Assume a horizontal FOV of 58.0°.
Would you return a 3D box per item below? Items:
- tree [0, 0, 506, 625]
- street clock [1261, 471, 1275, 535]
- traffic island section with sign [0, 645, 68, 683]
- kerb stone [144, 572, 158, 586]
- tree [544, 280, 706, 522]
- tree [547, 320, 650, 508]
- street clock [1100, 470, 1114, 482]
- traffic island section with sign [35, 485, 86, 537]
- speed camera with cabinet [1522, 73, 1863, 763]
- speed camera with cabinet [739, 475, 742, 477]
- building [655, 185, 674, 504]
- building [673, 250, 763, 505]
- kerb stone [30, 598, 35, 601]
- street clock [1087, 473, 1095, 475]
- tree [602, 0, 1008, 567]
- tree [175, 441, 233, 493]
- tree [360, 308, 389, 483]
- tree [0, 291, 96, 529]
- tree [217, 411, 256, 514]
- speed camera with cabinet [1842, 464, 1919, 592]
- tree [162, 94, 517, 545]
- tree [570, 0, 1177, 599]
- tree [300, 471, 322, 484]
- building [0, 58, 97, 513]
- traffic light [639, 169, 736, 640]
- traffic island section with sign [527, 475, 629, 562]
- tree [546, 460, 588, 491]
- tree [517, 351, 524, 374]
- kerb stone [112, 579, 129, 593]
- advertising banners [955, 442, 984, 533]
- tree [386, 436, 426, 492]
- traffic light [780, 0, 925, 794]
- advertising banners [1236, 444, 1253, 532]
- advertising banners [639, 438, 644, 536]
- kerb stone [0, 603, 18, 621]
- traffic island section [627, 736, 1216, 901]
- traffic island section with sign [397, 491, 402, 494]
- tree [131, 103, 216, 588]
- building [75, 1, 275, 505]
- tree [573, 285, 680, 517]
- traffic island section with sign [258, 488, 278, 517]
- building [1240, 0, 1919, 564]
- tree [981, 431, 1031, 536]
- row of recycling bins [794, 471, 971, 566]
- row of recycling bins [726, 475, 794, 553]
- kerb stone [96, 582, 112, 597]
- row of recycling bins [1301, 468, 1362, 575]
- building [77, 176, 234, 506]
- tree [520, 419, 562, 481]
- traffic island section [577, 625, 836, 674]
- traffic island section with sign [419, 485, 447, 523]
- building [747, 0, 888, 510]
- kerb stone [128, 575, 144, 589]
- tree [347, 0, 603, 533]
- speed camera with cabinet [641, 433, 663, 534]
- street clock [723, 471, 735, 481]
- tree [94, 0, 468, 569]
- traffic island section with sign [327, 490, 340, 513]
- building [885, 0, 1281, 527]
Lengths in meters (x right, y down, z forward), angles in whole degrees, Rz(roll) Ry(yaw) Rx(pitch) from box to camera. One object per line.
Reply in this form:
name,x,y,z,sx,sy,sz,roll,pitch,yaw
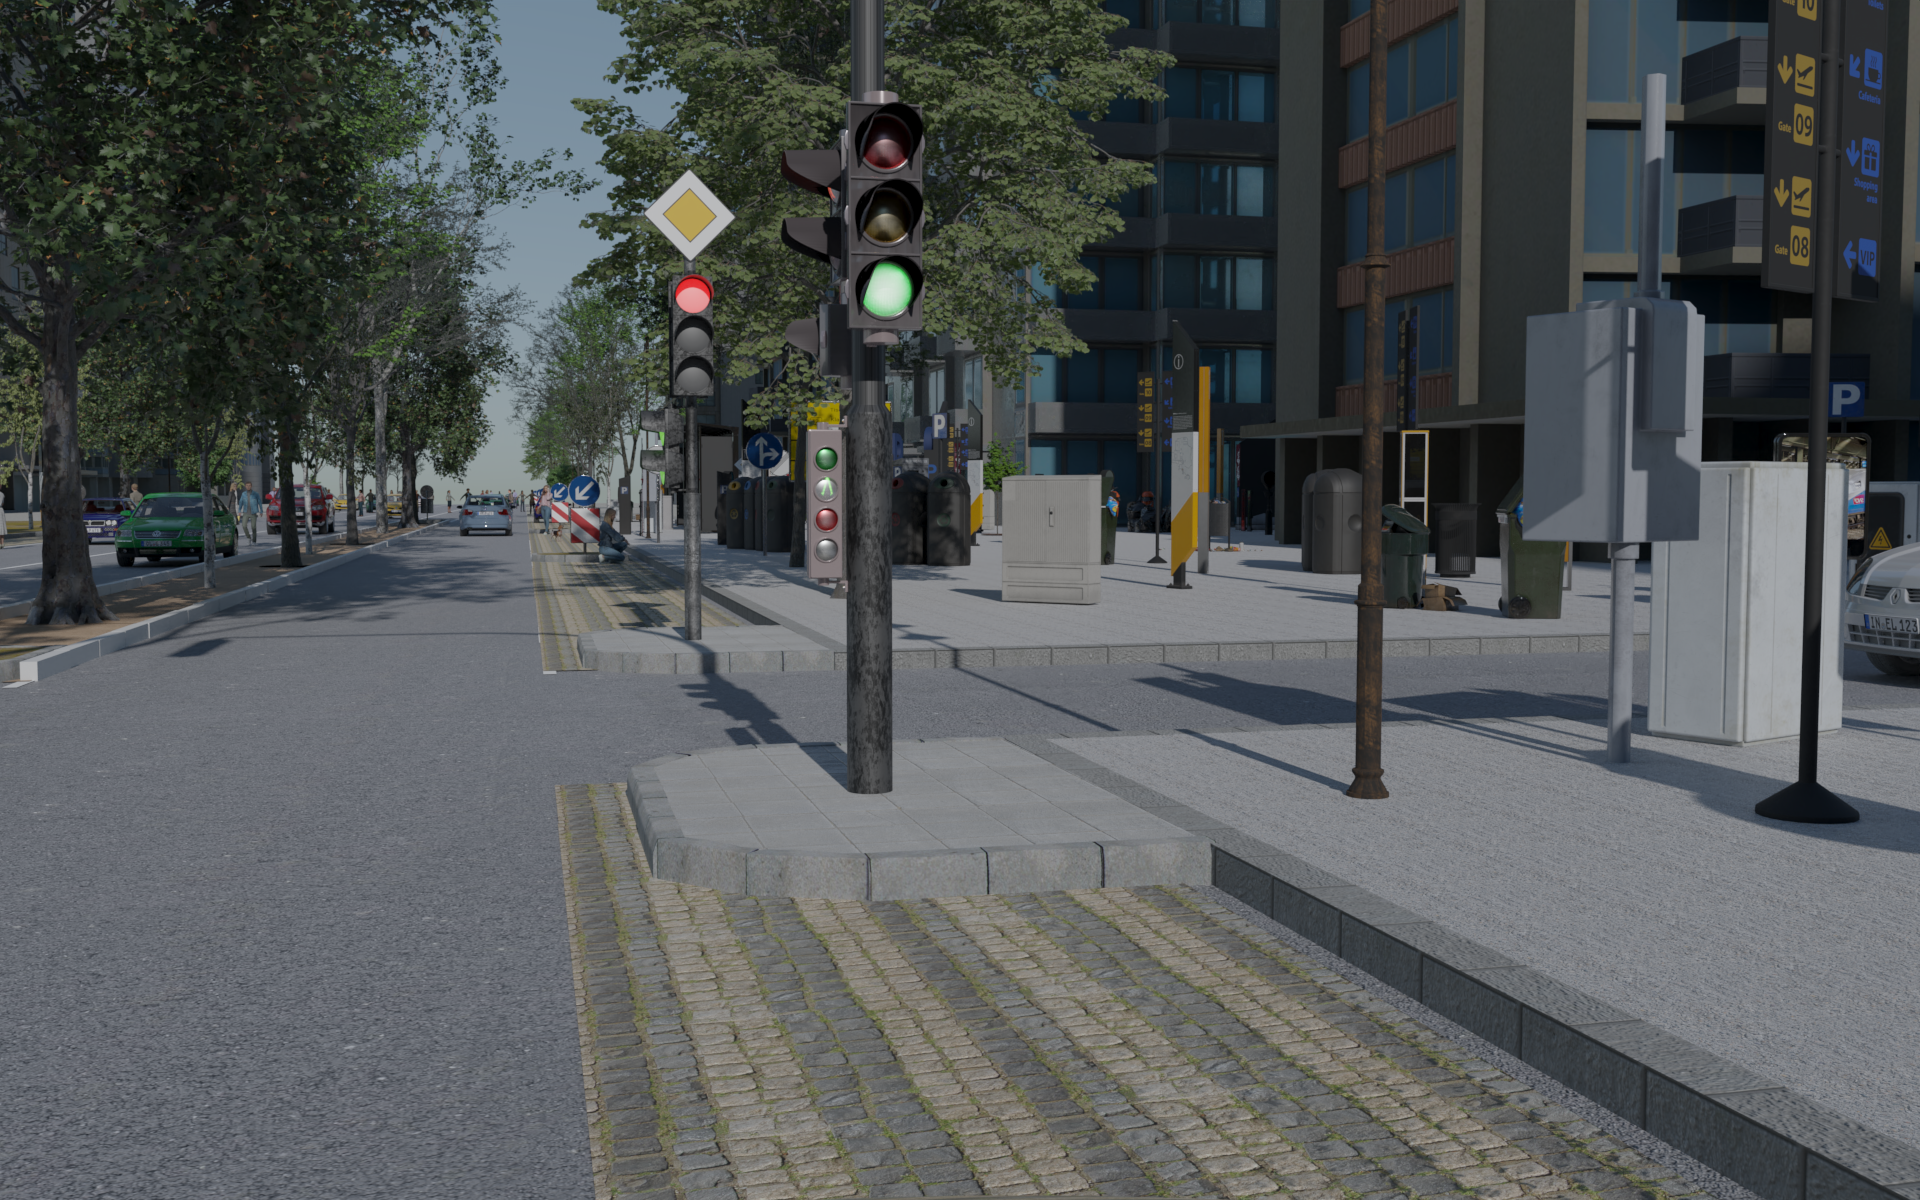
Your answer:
tree,-9.911,-6.076,18.801,9.611,12.733,9.660,0,3,0
street clock,9.665,-3.033,54.162,0.471,2.002,0.358,-1,4,-12
traffic island section with sign,-8.270,-0.324,13.428,2.006,1.907,1.989,-1,4,-14
kerb stone,-12.770,-0.302,27.129,0.120,0.150,1.000,-1,4,-14
tree,-15.236,-9.410,79.612,9.928,11.665,9.643,0,3,0
tree,-14.983,-7.472,72.522,4.360,8.622,3.978,0,3,0
street clock,4.408,-2.902,52.019,0.358,2.002,0.471,3,5,40
traffic island section with sign,-30.294,-3.093,59.205,1.989,1.847,2.006,-1,4,-14
speed camera with cabinet,3.739,-0.886,8.826,2.038,3.252,0.660,-2,4,-35
speed camera with cabinet,-10.839,-5.452,83.481,0.660,3.252,2.038,-2,4,-31
building,-29.844,-35.498,235.013,22.147,44.769,28.867,-1,4,-14
building,-28.378,-26.981,212.834,14.160,30.474,14.107,-1,4,-14
kerb stone,-11.273,0.064,21.149,0.120,0.150,1.000,-1,4,-14
street clock,4.596,-3.445,60.902,0.358,2.002,0.471,1,4,16
tree,-2.546,-5.861,30.248,7.601,10.594,8.767,-2,4,-25
tree,-41.876,-6.872,96.070,4.285,4.588,4.351,0,3,0
tree,-15.315,-5.360,40.461,4.360,8.622,3.978,0,3,0
tree,-33.814,-6.888,62.979,4.737,8.622,4.395,0,3,0
tree,-47.148,-9.890,112.066,4.737,8.622,4.395,0,3,0
speed camera with cabinet,12.853,-1.741,22.799,0.660,3.252,2.038,-2,4,-30
tree,-17.139,-8.291,48.380,12.009,13.543,11.850,0,3,0
tree,-0.971,-6.303,21.183,7.486,12.596,7.792,0,3,0
tree,-53.719,-9.121,143.723,1.663,3.219,1.824,0,3,0
building,-78.183,-32.448,119.760,28.713,52.752,27.495,-1,4,-14
traffic light,-2.368,-1.604,15.140,0.839,4.253,0.868,-1,4,-14
traffic island section with sign,-8.169,-1.741,37.092,1.989,1.847,2.006,-1,4,-14
tree,-42.176,-12.224,183.581,4.285,4.588,4.351,0,3,0
tree,-23.241,-9.359,72.486,9.611,12.733,9.660,0,3,0
kerb stone,-12.280,-0.176,25.138,0.120,0.150,1.000,-1,4,-14
advertising banners,0.274,-3.775,57.914,0.090,3.025,2.074,-2,4,-27
tree,-76.927,-18.539,237.524,7.601,10.594,8.767,-2,4,-32
traffic light,-2.429,-1.962,6.748,4.771,5.953,1.251,-1,4,-14
advertising banners,9.805,-3.890,59.792,0.090,3.025,2.074,0,4,-6
advertising banners,-9.815,-3.497,53.370,0.090,3.025,2.074,0,4,-8
kerb stone,-11.025,0.130,20.152,0.120,0.150,1.000,-1,4,-14
traffic island section,-0.380,0.903,7.519,2.009,0.180,2.903,-1,4,-14
traffic island section with sign,-69.317,-12.591,214.487,1.989,1.847,2.006,-1,4,-14
tree,-11.334,-4.467,25.861,4.360,8.622,3.978,0,3,0
building,-96.125,-40.748,208.231,21.231,58.520,28.212,-1,4,-14
tree,-21.251,-11.518,98.683,12.009,13.543,11.850,0,3,0
traffic island section with sign,-42.481,-6.060,107.705,1.989,1.847,2.006,-1,4,-14
building,21.985,-23.738,42.736,28.867,44.769,22.147,-1,4,-14
tree,1.075,-3.614,53.695,1.663,3.219,1.824,0,3,0
row of recycling bins,-1.302,-1.515,31.881,3.534,1.692,1.069,2,4,34
row of recycling bins,-4.429,-1.984,39.547,1.069,1.692,3.534,-2,4,-26
kerb stone,-12.027,-0.118,24.131,0.120,0.150,1.000,-1,4,-14
row of recycling bins,6.265,-1.353,29.229,1.069,1.692,3.534,0,4,7
building,-95.003,-29.989,182.209,32.217,40.220,23.993,-1,4,-14
tree,-55.429,-19.298,233.652,7.486,12.596,7.792,0,3,0
traffic island section,-2.327,0.429,15.264,2.009,0.180,2.903,-1,4,-14
traffic island section with sign,-26.599,-4.781,86.305,2.006,1.907,1.989,-1,4,-14
building,-5.487,-29.673,139.784,22.147,44.769,28.867,-1,4,-14
kerb stone,-12.526,-0.241,26.134,0.120,0.150,1.000,-1,4,-14
tree,-19.527,-12.429,61.566,12.611,20.169,13.585,0,3,0
speed camera with cabinet,-10.095,-3.822,56.827,0.660,3.252,2.038,0,4,-7
street clock,-7.248,-3.037,54.221,0.358,2.002,0.471,1,4,17
tree,-13.147,-6.436,33.434,9.928,11.665,9.643,0,3,0
traffic island section with sign,-49.064,-7.661,133.881,1.989,1.847,2.006,-1,4,-14
building,8.599,-28.100,79.041,23.786,49.044,30.456,-1,4,-14
